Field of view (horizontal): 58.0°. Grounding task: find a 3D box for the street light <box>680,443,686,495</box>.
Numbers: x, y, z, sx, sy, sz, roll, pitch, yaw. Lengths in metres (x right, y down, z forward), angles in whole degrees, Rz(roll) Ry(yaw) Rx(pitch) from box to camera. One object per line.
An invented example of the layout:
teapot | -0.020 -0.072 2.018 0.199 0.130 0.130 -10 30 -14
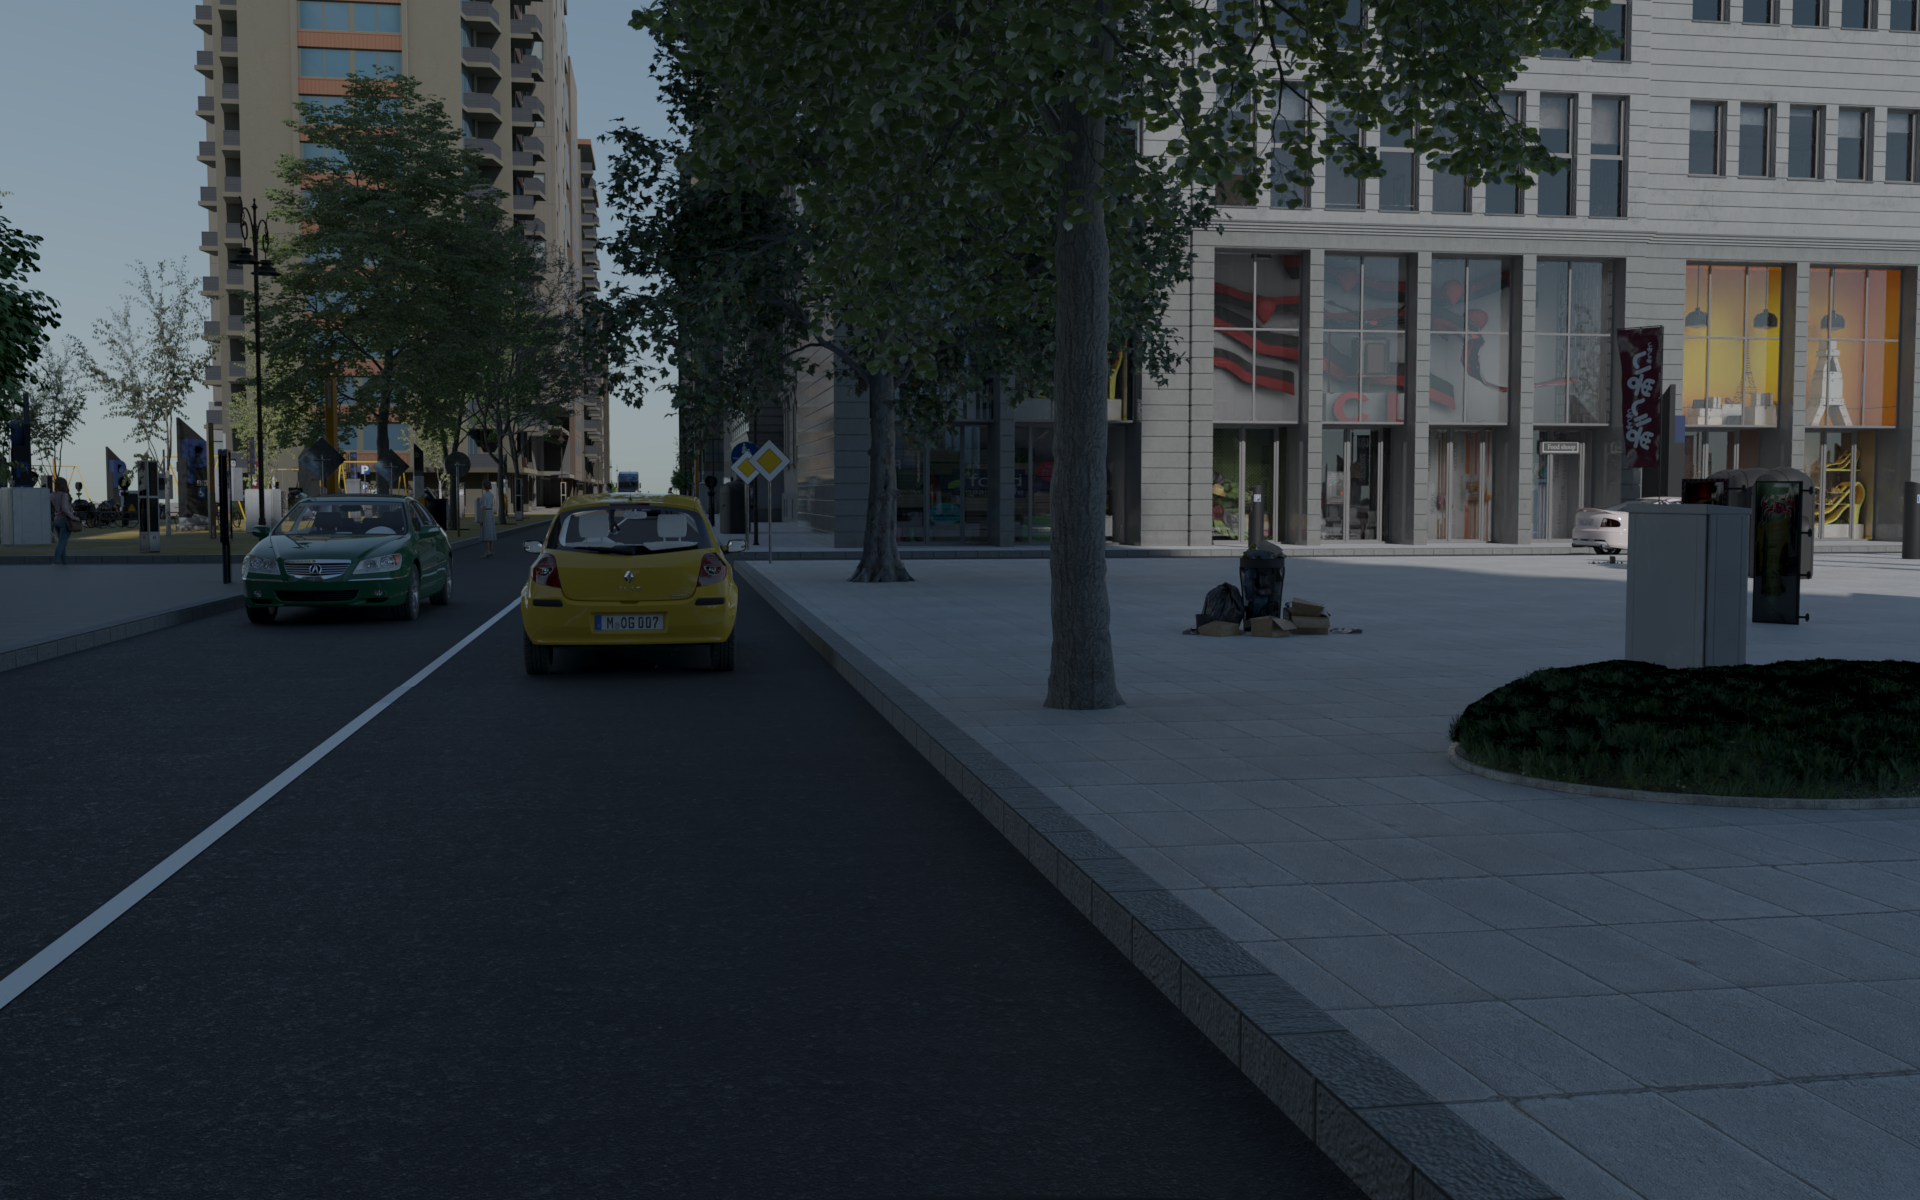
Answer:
street light | -24.321 -11.054 153.516 0.468 5.910 1.993 -1 4 -10

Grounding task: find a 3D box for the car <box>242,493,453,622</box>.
car | -7.320 -0.565 21.035 2.131 1.459 4.920 -1 4 -9

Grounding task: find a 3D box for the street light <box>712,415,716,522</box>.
street light | -11.189 -6.462 78.442 0.468 5.910 1.993 -1 4 -10

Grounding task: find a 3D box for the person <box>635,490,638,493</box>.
person | -25.844 -7.914 138.422 0.617 1.759 0.750 0 4 -7

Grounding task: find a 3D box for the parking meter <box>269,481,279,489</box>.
parking meter | -31.510 -4.519 79.590 0.255 1.863 0.399 3 5 43

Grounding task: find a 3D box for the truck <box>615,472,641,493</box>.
truck | -40.465 -13.627 212.560 2.967 4.110 18.799 -1 4 -9

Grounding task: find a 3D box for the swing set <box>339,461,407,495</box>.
swing set | -28.216 -5.208 82.764 3.119 2.851 2.862 0 4 -5

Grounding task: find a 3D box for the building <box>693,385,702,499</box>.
building | -12.918 -20.266 176.388 27.650 21.520 28.899 -1 4 -10

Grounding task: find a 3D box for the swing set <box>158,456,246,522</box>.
swing set | -31.395 -4.474 70.769 3.119 2.851 2.862 1 4 19

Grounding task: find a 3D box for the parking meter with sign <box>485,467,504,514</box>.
parking meter with sign | -29.660 -6.928 109.541 1.738 3.016 0.543 0 4 -8

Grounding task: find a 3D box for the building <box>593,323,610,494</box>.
building | -59.608 -29.754 258.175 14.160 30.474 14.107 -1 4 -10

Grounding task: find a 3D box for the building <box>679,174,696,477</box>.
building | -24.951 -34.784 223.337 22.147 44.769 28.867 -1 4 -10

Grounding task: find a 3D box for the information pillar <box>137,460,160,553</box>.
information pillar | -17.708 -2.038 37.807 0.304 2.012 0.304 2 4 23

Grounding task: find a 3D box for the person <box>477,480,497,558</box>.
person | -10.722 -1.832 39.015 0.524 1.755 0.480 1 4 12

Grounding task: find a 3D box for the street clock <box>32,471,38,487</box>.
street clock | -28.467 -2.962 52.999 0.358 2.002 0.471 3 5 45

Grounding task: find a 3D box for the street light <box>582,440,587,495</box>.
street light | -32.339 -10.798 149.337 0.468 5.910 1.993 -1 4 -10

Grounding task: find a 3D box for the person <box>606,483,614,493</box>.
person | -12.327 -3.241 61.505 0.620 1.820 0.660 -1 4 -8

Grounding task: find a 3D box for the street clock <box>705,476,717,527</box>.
street clock | -9.808 -3.898 68.304 0.471 2.002 0.358 2 4 33

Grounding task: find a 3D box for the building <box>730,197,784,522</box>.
building | -6.538 -14.579 87.525 9.793 20.994 18.267 -1 4 -10

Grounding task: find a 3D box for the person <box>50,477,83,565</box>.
person | -16.597 -1.400 31.980 0.593 1.750 0.643 2 4 28

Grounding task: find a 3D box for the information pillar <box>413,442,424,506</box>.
information pillar | -24.597 -5.340 78.660 0.504 3.616 0.183 -3 5 -43

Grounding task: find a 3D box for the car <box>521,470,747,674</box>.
car | -2.876 -0.312 15.319 2.015 1.641 3.980 -1 4 -9

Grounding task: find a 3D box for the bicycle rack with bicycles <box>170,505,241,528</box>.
bicycle rack with bicycles | -28.229 -3.162 65.085 2.852 0.926 2.925 2 4 25

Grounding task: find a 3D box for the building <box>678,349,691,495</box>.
building | -35.912 -30.142 264.521 14.160 30.474 14.107 -1 4 -10

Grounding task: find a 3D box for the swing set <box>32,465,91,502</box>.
swing set | -49.536 -5.930 94.574 2.862 2.851 3.119 1 4 22

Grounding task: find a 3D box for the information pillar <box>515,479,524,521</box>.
information pillar | -20.884 -4.746 82.082 0.304 2.012 0.304 0 4 2

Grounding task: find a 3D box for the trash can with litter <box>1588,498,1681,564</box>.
trash can with litter | 12.689 -1.274 31.896 2.233 1.210 1.678 0 4 7

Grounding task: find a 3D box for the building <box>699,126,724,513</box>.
building | -11.685 -21.600 124.864 14.160 30.474 14.107 -1 4 -10

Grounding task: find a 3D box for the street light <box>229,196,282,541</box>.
street light | -11.022 -3.330 27.228 0.468 5.910 1.993 -1 4 -10

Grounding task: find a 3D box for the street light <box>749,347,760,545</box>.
street light | -5.121 -4.314 43.318 0.468 5.910 1.993 -1 4 -10

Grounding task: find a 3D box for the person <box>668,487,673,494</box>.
person | -15.656 -5.166 93.138 0.473 1.802 0.592 2 4 33

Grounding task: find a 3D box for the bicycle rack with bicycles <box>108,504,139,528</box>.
bicycle rack with bicycles | -32.148 -3.166 65.148 2.852 0.926 2.925 3 4 37

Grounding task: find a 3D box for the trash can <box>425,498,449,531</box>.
trash can | -17.426 -2.818 57.734 0.748 1.137 0.748 0 3 0

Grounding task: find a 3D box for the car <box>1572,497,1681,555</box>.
car | 16.182 -1.619 38.829 4.827 1.381 2.083 -1 4 -10

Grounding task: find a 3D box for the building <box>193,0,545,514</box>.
building | -41.381 -28.705 123.958 22.147 44.769 28.867 -1 4 -10

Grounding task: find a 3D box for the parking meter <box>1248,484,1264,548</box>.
parking meter | 7.071 -2.014 41.348 0.372 1.533 0.369 0 3 0

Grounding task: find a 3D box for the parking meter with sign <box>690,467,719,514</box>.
parking meter with sign | -16.317 -7.008 110.838 1.738 3.016 0.543 1 4 8

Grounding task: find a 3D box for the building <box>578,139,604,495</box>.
building | -54.732 -33.798 207.214 22.147 44.769 28.867 -1 4 -10

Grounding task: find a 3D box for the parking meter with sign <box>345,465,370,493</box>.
parking meter with sign | -30.413 -5.540 86.844 1.738 3.016 0.543 -1 4 -14

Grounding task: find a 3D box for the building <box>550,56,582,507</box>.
building | -45.462 -32.003 173.360 14.600 45.320 14.200 -1 4 -10

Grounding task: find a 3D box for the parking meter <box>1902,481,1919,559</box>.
parking meter | 18.775 -1.571 34.095 0.372 1.533 0.369 0 3 0

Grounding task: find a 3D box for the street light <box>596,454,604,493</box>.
street light | -38.666 -12.992 185.206 0.468 5.910 1.993 -1 4 -10

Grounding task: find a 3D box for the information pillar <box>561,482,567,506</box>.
information pillar | -24.688 -6.328 107.951 0.304 2.012 0.304 0 4 -1

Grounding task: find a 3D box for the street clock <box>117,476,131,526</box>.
street clock | -33.740 -4.000 69.974 0.471 2.002 0.358 -3 5 -39

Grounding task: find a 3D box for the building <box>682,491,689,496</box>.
building | -29.586 -49.452 246.789 20.563 71.187 20.611 -1 4 -10

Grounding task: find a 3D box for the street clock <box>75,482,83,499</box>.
street clock | -52.267 -6.006 102.770 0.358 2.002 0.471 0 4 0

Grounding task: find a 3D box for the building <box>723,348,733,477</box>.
building | -8.962 -15.369 106.042 10.420 20.320 16.860 -1 4 -10

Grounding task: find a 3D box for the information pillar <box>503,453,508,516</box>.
information pillar | -26.089 -6.612 99.465 0.183 3.616 0.504 0 4 1

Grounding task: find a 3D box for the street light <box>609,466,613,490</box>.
street light | -46.570 -15.807 231.237 0.468 5.910 1.993 -1 4 -10

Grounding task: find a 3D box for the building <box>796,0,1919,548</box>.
building | 10.603 -16.545 48.005 29.804 29.767 11.434 -1 4 -10

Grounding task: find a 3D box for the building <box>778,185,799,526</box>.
building | 0.050 -17.090 66.814 14.401 28.519 23.554 -1 4 -10

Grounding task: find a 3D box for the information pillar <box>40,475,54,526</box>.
information pillar | -35.197 -3.811 66.801 0.304 2.012 0.304 1 4 18

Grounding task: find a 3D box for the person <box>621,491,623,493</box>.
person | -32.182 -9.489 164.582 0.756 1.711 0.436 2 4 24

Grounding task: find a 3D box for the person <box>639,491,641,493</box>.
person | -32.143 -10.140 174.739 0.568 1.767 0.683 1 4 16

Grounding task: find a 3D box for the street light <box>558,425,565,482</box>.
street light | -26.281 -8.656 114.320 0.468 5.910 1.993 -1 4 -10

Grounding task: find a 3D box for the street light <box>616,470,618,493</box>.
street light | -52.864 -18.000 267.093 0.468 5.910 1.993 -1 4 -10

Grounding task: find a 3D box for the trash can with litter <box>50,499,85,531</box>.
trash can with litter | -31.847 -3.078 61.387 1.678 1.210 2.233 1 4 20

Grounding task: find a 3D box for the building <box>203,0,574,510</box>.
building | -48.346 -34.387 151.462 28.713 52.752 27.495 -1 4 -10

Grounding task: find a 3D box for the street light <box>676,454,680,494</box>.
street light | -30.364 -13.196 188.535 0.468 5.910 1.993 -1 4 -10
